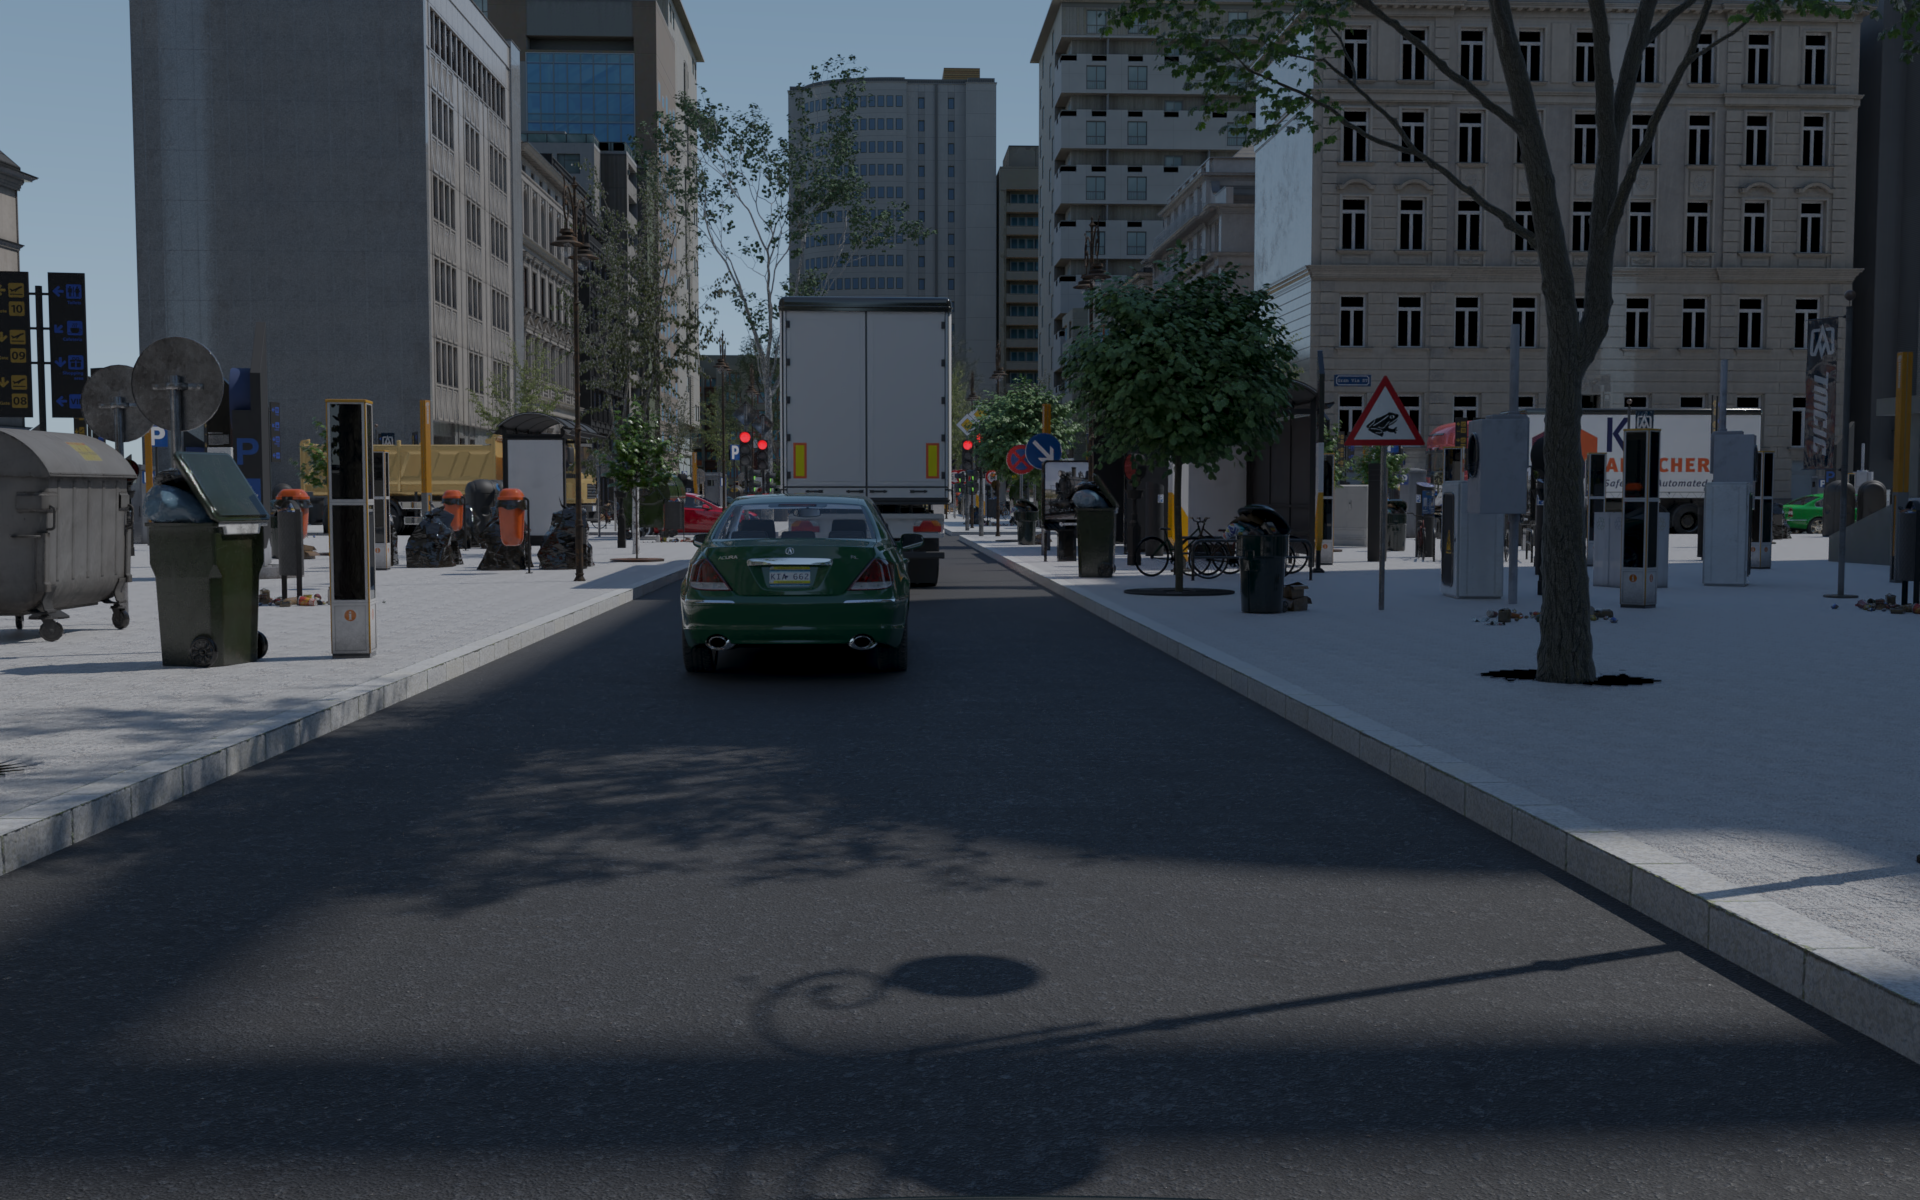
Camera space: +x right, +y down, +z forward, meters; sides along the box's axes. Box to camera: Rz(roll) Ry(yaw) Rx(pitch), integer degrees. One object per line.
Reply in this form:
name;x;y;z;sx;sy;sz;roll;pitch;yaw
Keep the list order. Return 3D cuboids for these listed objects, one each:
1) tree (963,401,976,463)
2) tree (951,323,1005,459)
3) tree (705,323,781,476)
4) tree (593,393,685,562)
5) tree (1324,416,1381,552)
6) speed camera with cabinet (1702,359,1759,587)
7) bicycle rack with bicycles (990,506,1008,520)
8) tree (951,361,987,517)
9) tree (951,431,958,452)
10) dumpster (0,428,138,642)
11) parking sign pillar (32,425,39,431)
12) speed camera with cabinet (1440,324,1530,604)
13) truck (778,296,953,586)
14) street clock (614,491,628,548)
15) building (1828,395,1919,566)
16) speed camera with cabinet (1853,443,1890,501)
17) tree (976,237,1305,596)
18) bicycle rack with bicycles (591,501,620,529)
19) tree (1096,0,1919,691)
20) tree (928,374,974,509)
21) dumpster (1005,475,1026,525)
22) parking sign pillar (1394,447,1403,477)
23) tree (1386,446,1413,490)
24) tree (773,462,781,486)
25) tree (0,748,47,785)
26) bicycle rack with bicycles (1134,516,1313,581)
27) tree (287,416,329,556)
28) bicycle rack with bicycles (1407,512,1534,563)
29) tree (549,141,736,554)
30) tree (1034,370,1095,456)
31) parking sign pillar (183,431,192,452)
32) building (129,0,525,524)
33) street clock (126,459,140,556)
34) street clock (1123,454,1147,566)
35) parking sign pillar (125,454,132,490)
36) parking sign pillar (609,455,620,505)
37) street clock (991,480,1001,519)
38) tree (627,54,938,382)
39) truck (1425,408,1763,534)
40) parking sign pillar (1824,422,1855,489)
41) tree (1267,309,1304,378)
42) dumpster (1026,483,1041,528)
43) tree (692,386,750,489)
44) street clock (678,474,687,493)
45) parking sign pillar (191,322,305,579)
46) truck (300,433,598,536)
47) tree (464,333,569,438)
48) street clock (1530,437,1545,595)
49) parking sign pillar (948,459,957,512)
tree;1.756;-3.864;46.892;4.285;4.588;4.351;0;3;0
tree;-1.763;-12.851;120.485;12.009;13.543;11.850;0;3;0
tree;-9.642;-9.755;93.905;8.767;10.594;7.601;0;4;-4
tree;-6.241;-2.337;32.807;1.663;3.219;1.824;0;3;0
tree;8.128;-2.692;38.613;1.663;3.219;1.824;0;3;0
speed camera with cabinet;11.079;-1.866;24.846;0.660;3.252;2.038;2;4;27
bicycle rack with bicycles;2.716;-4.384;85.062;2.852;0.926;2.925;1;4;16
tree;-0.150;-8.842;94.929;4.737;8.622;4.395;0;3;0
tree;-2.265;-11.088;131.658;4.360;8.622;3.978;0;3;0
dumpster;-8.433;-0.605;15.652;1.264;1.857;1.865;0;4;-3
parking sign pillar;-35.450;-4.721;65.661;1.447;3.967;1.447;2;4;26
speed camera with cabinet;6.334;-1.630;20.983;0.660;3.252;2.038;0;4;4
truck;-1.741;-2.527;30.235;2.839;4.237;11.283;0;4;-4
street clock;-8.043;-2.236;41.129;0.358;2.002;0.471;0;4;-4
building;32.990;-20.416;25.682;32.217;40.220;23.993;0;4;-3
speed camera with cabinet;35.950;-4.475;67.503;2.038;3.252;0.660;2;4;35
tree;2.849;-2.366;22.398;4.285;4.588;4.351;0;3;0
bicycle rack with bicycles;-11.910;-3.125;64.481;2.925;0.926;2.852;1;4;13
tree;4.223;-5.257;11.709;9.928;11.665;9.643;0;3;0
tree;-2.150;-13.636;141.070;7.486;12.596;7.792;0;3;0
dumpster;2.746;-4.336;73.379;1.502;2.255;1.985;0;4;-3
parking sign pillar;17.070;-4.936;69.178;1.447;3.967;1.447;-2;4;-32
tree;10.794;-3.060;44.631;1.663;3.219;1.824;0;3;0
tree;-8.963;-5.712;87.996;1.663;3.219;1.824;0;3;0
tree;-4.974;-5.002;7.536;9.928;11.665;9.643;0;3;0
bicycle rack with bicycles;4.143;-0.813;26.676;2.925;0.926;2.852;0;4;0
tree;-12.973;-2.559;36.442;1.663;3.219;1.824;0;3;0
bicycle rack with bicycles;9.878;-1.215;33.251;2.852;0.926;2.925;1;4;16
tree;-6.903;-5.297;36.965;4.360;8.622;3.978;0;3;0
tree;5.535;-9.316;102.685;4.360;8.622;3.978;0;3;0
parking sign pillar;-31.487;-5.103;71.913;1.447;3.967;1.447;-2;4;-30
building;-28.884;-16.173;82.450;12.078;24.808;19.932;0;4;-3
street clock;-17.215;-1.909;35.784;0.358;2.002;0.471;3;4;37
street clock;3.133;-1.622;31.088;0.358;2.002;0.471;-2;4;-26
parking sign pillar;-56.192;-7.810;116.166;1.447;3.967;1.447;2;4;27
parking sign pillar;-19.767;-6.835;100.219;1.447;3.967;1.447;-3;5;-44
street clock;1.851;-5.183;89.314;0.471;2.002;0.358;1;4;13
tree;-6.742;-13.306;73.449;12.611;20.169;13.585;0;3;0
truck;20.634;-4.214;57.819;11.283;4.237;2.839;0;4;-2
parking sign pillar;32.607;-4.635;64.255;1.447;3.967;1.447;-3;4;-37
tree;11.469;-7.213;68.289;4.737;8.622;4.395;0;3;0
dumpster;3.418;-3.839;65.258;1.502;2.255;1.985;0;4;-3
tree;-16.176;-10.298;118.737;4.737;8.622;4.395;0;3;0
street clock;-9.845;-3.474;61.378;0.358;2.002;0.471;-2;4;-29
parking sign pillar;-10.862;-2.328;26.540;1.447;3.967;1.447;-1;4;-17
truck;-15.846;-3.652;55.640;9.791;3.379;3.469;0;4;-1
tree;-19.944;-7.854;78.768;4.737;8.622;4.395;0;3;0
street clock;7.449;-1.058;21.874;0.471;2.002;0.358;-1;4;-23
parking sign pillar;-0.930;-8.506;127.550;1.447;3.967;1.447;-2;4;-24
